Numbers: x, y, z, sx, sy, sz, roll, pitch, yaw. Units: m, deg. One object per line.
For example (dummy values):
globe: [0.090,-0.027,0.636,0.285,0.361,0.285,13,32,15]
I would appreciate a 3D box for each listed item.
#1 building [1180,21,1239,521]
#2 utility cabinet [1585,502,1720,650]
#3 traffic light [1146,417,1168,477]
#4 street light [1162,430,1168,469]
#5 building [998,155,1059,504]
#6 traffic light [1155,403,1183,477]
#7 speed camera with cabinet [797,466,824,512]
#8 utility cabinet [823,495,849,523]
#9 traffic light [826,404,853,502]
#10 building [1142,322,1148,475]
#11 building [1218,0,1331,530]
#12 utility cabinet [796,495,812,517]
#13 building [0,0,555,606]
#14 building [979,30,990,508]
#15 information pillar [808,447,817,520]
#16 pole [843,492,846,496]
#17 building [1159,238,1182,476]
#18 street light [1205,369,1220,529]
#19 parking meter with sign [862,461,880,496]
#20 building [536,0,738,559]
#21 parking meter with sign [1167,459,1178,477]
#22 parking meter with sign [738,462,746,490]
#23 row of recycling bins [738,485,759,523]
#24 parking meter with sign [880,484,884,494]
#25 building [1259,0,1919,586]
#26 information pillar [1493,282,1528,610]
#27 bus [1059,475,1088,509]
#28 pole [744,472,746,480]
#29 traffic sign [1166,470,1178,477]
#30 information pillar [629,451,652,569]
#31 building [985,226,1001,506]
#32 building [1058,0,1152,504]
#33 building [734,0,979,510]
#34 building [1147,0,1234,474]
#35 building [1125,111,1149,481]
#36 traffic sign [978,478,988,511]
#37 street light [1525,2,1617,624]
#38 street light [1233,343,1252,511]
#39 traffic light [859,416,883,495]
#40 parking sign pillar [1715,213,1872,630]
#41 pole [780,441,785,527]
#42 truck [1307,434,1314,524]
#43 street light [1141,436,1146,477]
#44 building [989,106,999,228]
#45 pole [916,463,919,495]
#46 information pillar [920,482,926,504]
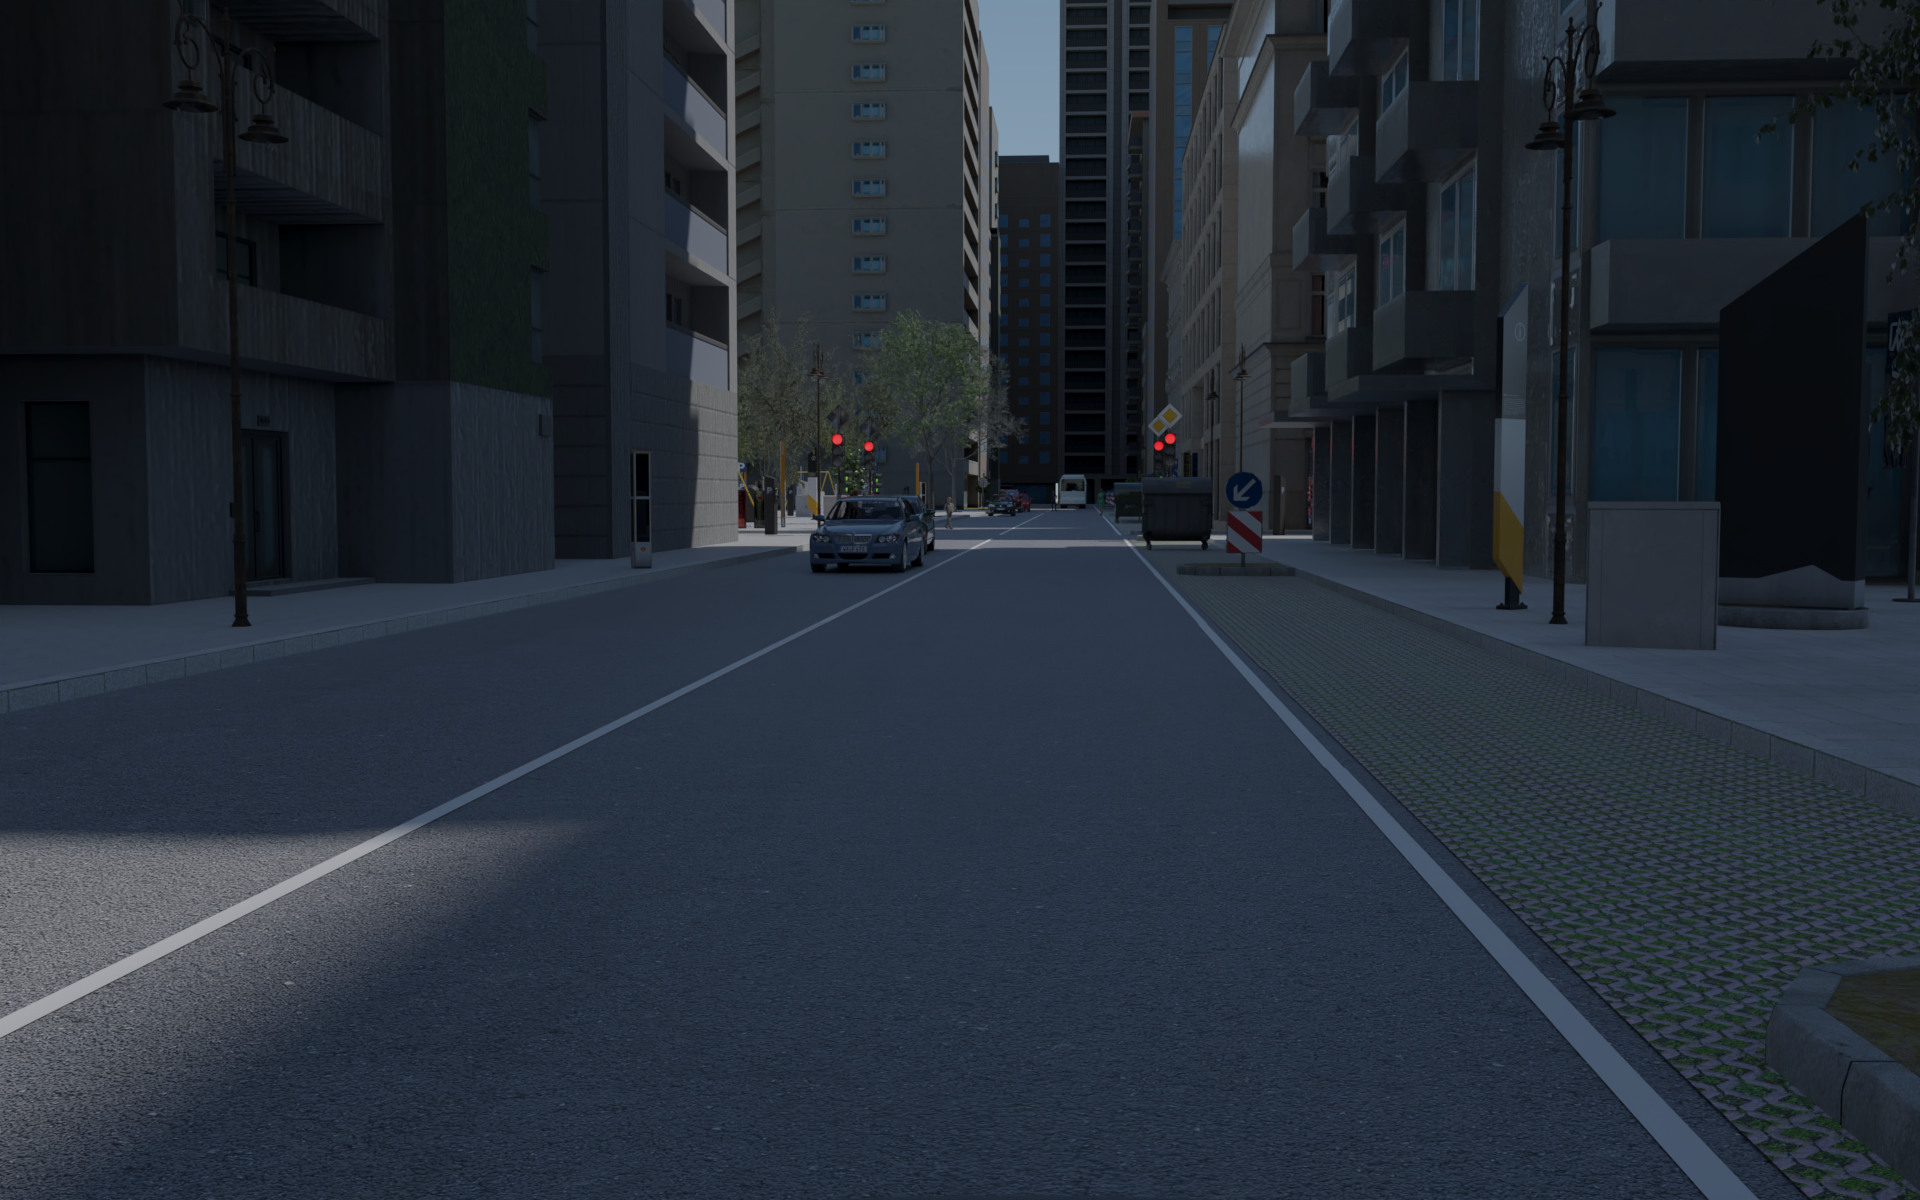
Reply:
building: [23.086,-17.917,97.451,19.350,26.468,34.151,0,4,4]
utility cabinet: [5.797,-0.205,14.509,1.020,1.237,0.306,2,4,24]
traffic light: [7.020,-4.438,61.484,0.839,4.253,0.868,0,4,4]
street light: [11.802,-7.784,100.057,0.468,5.910,1.993,0,4,4]
building: [5.955,-35.360,228.251,14.200,45.320,14.600,0,4,4]
traffic light: [6.455,-3.951,53.519,0.839,4.253,0.868,0,4,4]
speed camera with cabinet: [-10.652,-7.900,123.504,2.038,3.252,0.660,2,4,29]
utility cabinet: [-5.131,-3.699,71.638,1.020,1.237,0.306,0,4,2]
traffic light: [-3.782,-3.994,54.225,0.839,4.253,0.868,0,4,4]
building: [31.968,-19.704,167.203,27.650,21.520,28.899,0,4,4]
building: [25.803,-14.343,67.797,30.059,22.955,16.112,0,4,4]
utility cabinet: [-8.769,-5.294,97.726,1.020,1.237,0.306,1,4,22]
building: [-14.394,-15.325,22.269,14.160,30.474,14.107,0,4,4]
building: [-4.502,-31.551,165.977,14.600,45.320,14.200,0,4,4]
information pillar: [-7.302,-5.783,85.899,0.504,3.616,0.183,1,4,22]
pole: [-5.714,-5.607,85.525,0.158,3.312,0.155,0,3,0]
building: [20.659,-17.691,125.409,11.583,22.565,21.152,0,4,4]
street light: [9.328,-5.589,64.160,0.468,5.910,1.993,0,4,4]
parking meter with sign: [-4.813,-5.716,89.716,0.543,3.016,1.738,1,4,17]
building: [-20.308,-30.570,41.815,28.212,58.520,21.231,0,4,4]
parking meter with sign: [10.331,-5.373,84.110,0.543,3.016,1.738,0,4,5]
parking meter with sign: [-11.832,-5.964,93.765,0.543,3.016,1.738,-1,4,-9]
row of recycling bins: [-10.571,-4.378,78.696,3.534,1.692,1.069,2,4,31]
parking meter with sign: [-6.161,-8.316,132.219,1.738,3.016,0.543,-1,4,-20]
building: [19.159,-25.424,35.299,23.786,49.044,30.456,0,4,4]
information pillar: [6.087,-1.699,19.138,0.504,3.616,0.183,-3,5,-40]
bus: [11.376,-10.934,173.625,2.948,3.499,13.247,0,4,4]
pole: [-15.932,-8.236,128.508,0.158,3.312,0.155,0,3,0]
traffic sign: [10.555,-5.312,86.959,0.768,2.556,0.104,1,4,10]
information pillar: [-5.502,-1.551,29.848,0.304,2.012,0.304,-2,4,-24]
building: [-3.122,-25.018,180.741,14.160,30.474,14.107,0,4,4]
building: [23.503,-48.355,228.862,20.611,71.187,20.563,0,4,4]
building: [-9.622,-32.076,148.144,21.300,48.544,21.600,0,4,4]
building: [23.027,-30.302,145.545,14.600,45.320,14.200,0,4,4]
building: [29.936,-33.083,195.538,22.147,44.769,28.867,0,4,4]
traffic sign: [1.781,-8.226,134.597,0.768,2.556,0.104,1,4,14]
street light: [5.917,-2.701,16.950,0.468,5.910,1.993,0,4,4]
street light: [8.611,-4.906,53.002,0.468,5.910,1.993,0,4,4]
traffic light: [-3.217,-4.481,62.190,0.839,4.253,0.868,0,4,4]
parking sign pillar: [8.129,-1.740,16.917,1.447,3.967,1.447,3,5,39]
pole: [-6.810,-4.448,66.562,0.158,3.312,0.155,0,3,0]
truck: [16.625,-4.182,57.288,11.283,4.237,2.839,0,4,6]
street light: [14.360,-9.979,135.948,0.468,5.910,1.993,0,4,4]
building: [-6.545,-35.365,201.914,21.600,48.544,21.300,0,4,4]
pole: [-2.784,-7.283,112.928,0.158,3.312,0.155,0,3,0]
information pillar: [-2.314,-6.316,107.758,0.304,2.012,0.304,-1,4,-21]
